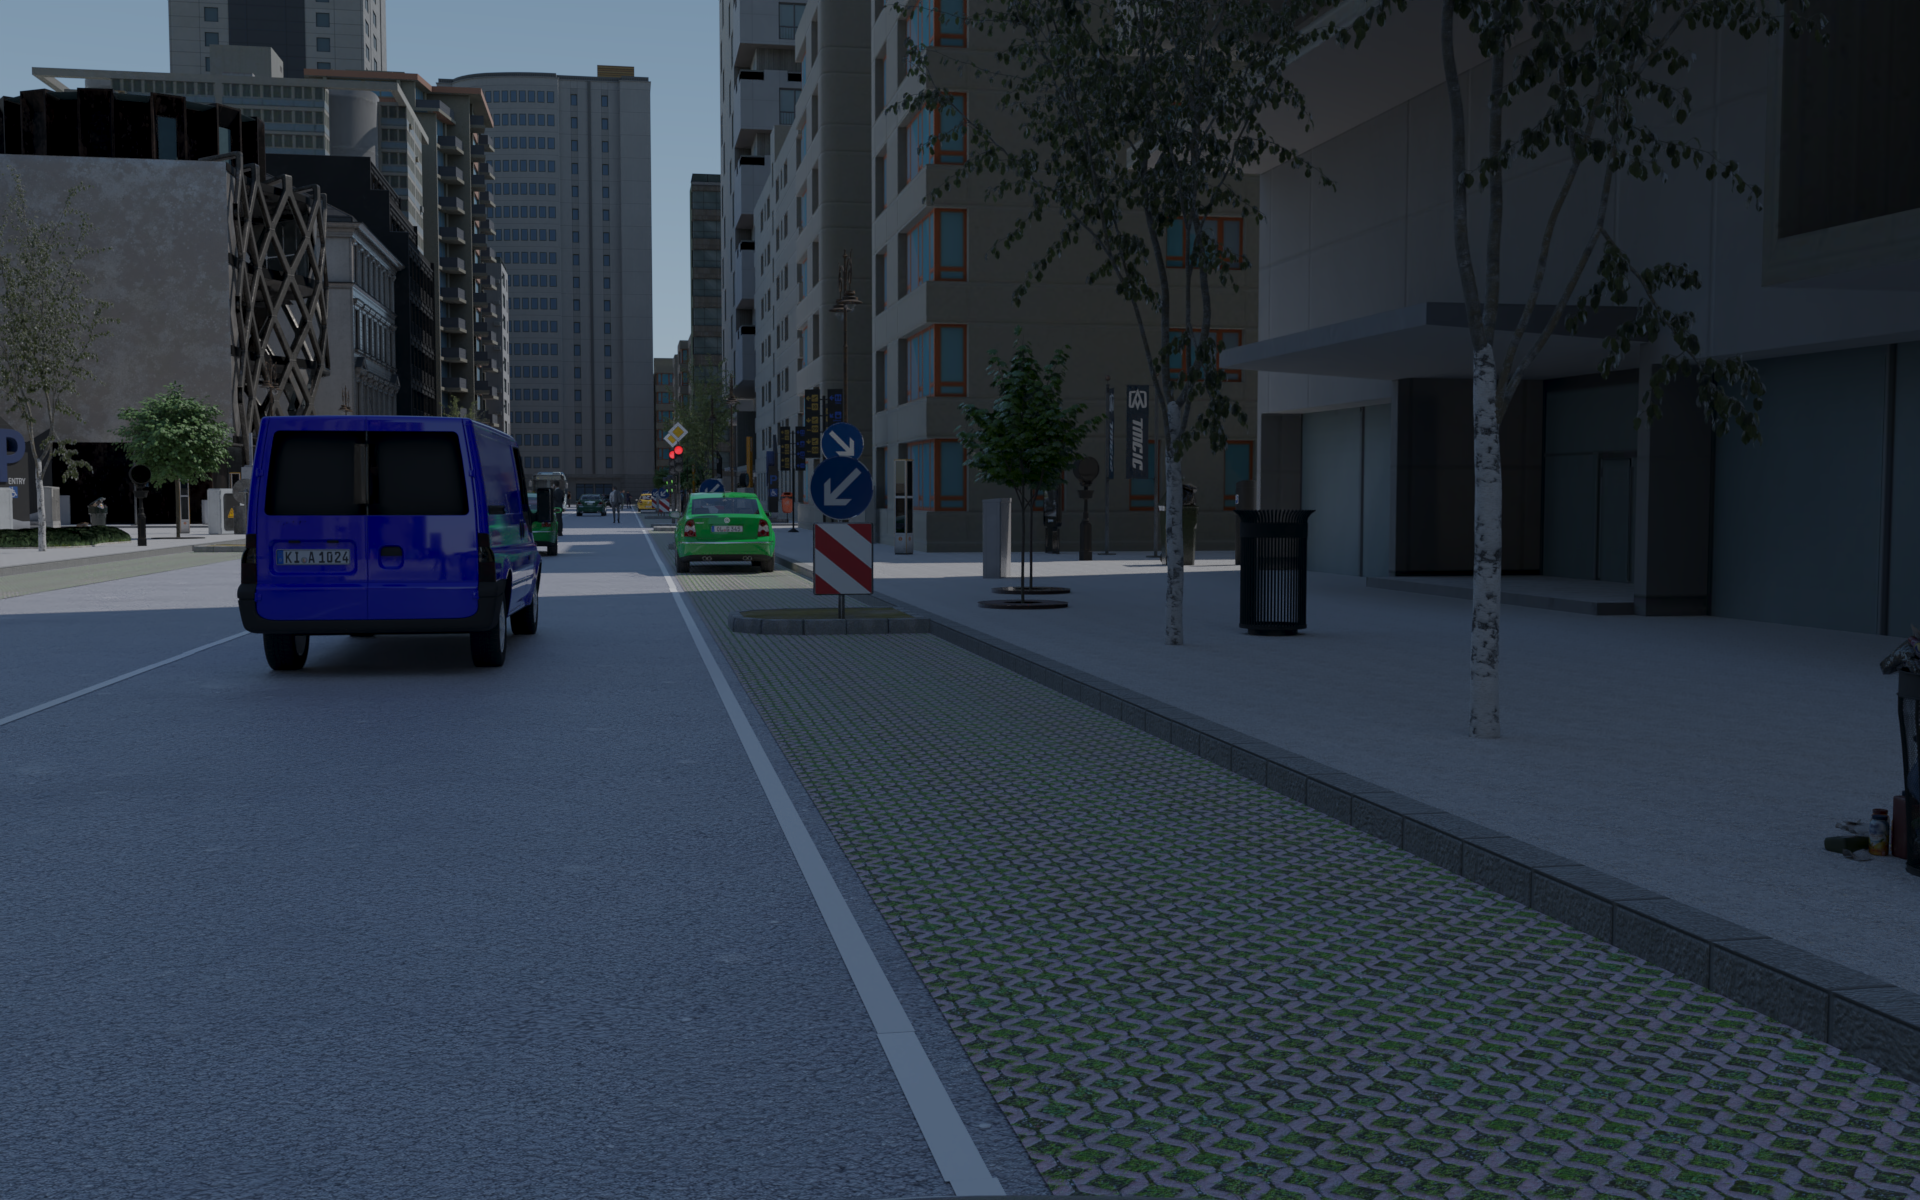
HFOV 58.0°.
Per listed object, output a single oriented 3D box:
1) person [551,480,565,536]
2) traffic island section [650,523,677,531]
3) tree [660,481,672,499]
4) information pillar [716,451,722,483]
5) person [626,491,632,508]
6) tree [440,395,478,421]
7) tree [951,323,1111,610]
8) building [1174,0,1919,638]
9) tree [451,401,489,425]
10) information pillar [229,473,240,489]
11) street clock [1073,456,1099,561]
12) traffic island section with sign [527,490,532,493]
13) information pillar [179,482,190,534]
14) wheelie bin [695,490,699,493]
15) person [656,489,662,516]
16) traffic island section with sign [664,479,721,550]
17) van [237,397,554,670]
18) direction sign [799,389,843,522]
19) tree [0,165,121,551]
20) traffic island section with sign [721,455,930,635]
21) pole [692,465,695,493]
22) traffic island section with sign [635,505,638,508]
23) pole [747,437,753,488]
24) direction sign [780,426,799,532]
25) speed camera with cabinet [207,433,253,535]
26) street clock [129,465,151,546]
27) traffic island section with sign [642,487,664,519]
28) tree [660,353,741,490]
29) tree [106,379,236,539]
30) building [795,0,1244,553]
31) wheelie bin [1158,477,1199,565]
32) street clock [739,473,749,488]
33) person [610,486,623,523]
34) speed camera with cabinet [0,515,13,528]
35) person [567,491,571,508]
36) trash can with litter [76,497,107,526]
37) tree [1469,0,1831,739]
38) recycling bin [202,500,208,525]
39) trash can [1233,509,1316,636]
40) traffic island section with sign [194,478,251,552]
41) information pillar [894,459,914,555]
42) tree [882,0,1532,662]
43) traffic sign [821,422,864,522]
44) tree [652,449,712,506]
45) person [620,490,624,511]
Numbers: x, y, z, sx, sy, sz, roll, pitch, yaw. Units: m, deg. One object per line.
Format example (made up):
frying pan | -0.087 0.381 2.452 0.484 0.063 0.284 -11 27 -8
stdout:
person | -13.764 -3.130 59.044 0.474 1.900 0.648 0 4 -2
traffic island section | -12.443 -3.246 75.353 2.009 0.180 2.903 -1 4 -11
tree | -30.604 -11.495 182.551 1.663 3.219 1.824 0 3 0
information pillar | -12.921 -6.217 93.007 0.183 3.616 0.504 -3 4 -38
person | -32.856 -9.983 172.166 0.568 1.767 0.683 2 4 27
tree | -36.836 -10.885 128.339 4.737 8.622 4.395 0 3 0
tree | 0.661 -1.539 19.769 1.663 3.219 1.824 0 3 0
building | 18.208 -26.215 17.847 28.713 52.752 27.495 -1 4 -11
tree | -38.740 -11.394 136.660 4.360 8.622 3.978 0 3 0
information pillar | -24.908 -3.367 59.536 0.304 2.012 0.304 -2 4 -32
street clock | 2.420 -1.758 33.307 0.471 2.002 0.358 -2 4 -26
traffic island section with sign | -42.962 -10.061 173.119 1.989 1.847 2.006 -1 4 -11
information pillar | -25.204 -3.161 56.172 0.304 2.012 0.304 -3 5 -43
wheelie bin | -18.898 -7.166 125.065 0.693 1.594 0.980 0 4 8
person | -18.595 -6.018 107.468 0.480 1.755 0.524 0 4 3
traffic island section with sign | -6.598 -2.231 45.109 1.989 1.847 2.006 -1 4 -11
van | -4.978 -0.701 15.849 2.240 2.365 5.245 -1 4 -9
direction sign | -2.935 -2.778 37.421 0.876 3.537 0.379 1 4 18
tree | -20.556 -5.375 38.247 4.360 8.622 3.978 0 3 0
traffic island section with sign | -1.455 -0.601 18.455 1.989 1.847 2.006 -1 4 -11
pole | -18.347 -7.680 119.404 0.158 3.312 0.155 0 3 0
traffic island section with sign | -31.749 -10.192 175.268 1.989 1.847 2.006 -1 4 -11
pole | -7.493 -4.153 61.746 0.158 3.312 0.155 0 3 0
direction sign | -5.591 -4.038 58.022 0.876 3.537 0.379 1 4 11
speed camera with cabinet | -23.044 -3.732 55.352 0.660 3.252 2.038 2 4 25
street clock | -20.152 -2.327 42.618 0.471 2.002 0.358 -2 4 -34
traffic island section with sign | -17.191 -5.581 99.884 1.989 1.847 2.006 -1 4 -11
tree | -13.168 -8.496 89.266 4.737 8.622 4.395 0 3 0
tree | -22.591 -4.037 49.712 4.285 4.588 4.351 0 3 0
building | 10.111 -12.783 54.036 27.650 21.520 28.899 -1 4 -11
wheelie bin | 3.964 -1.434 31.358 0.693 1.594 0.980 0 4 -3
street clock | -7.475 -3.396 60.089 0.358 2.002 0.471 1 4 10
person | -16.948 -4.701 85.468 0.679 1.850 0.850 -1 4 -20
speed camera with cabinet | -25.954 -3.133 45.566 2.038 3.252 0.660 1 4 18
person | -41.134 -10.549 181.801 0.721 1.723 1.217 -2 4 -35
trash can with litter | -29.942 -2.950 59.617 1.055 1.170 0.624 0 4 -7
tree | 2.891 -3.567 8.690 4.360 8.622 3.978 0 3 0
recycling bin | -31.241 -3.659 72.385 0.722 1.027 0.722 -2 4 -32
trash can | 2.865 -0.255 15.831 0.748 1.137 0.748 0 3 0
traffic island section with sign | -17.887 -2.121 43.302 1.989 1.847 2.006 -1 4 -11
information pillar | -1.188 -1.968 36.676 0.304 2.012 0.304 2 4 29
tree | 1.614 -3.917 14.399 4.360 8.622 3.978 0 3 0
traffic sign | -2.094 -1.877 30.787 0.768 2.556 0.104 -1 4 -9
tree | -19.055 -8.482 122.399 4.285 4.588 4.351 0 3 0
person | -28.090 -8.265 143.974 0.444 1.785 0.601 1 4 17
